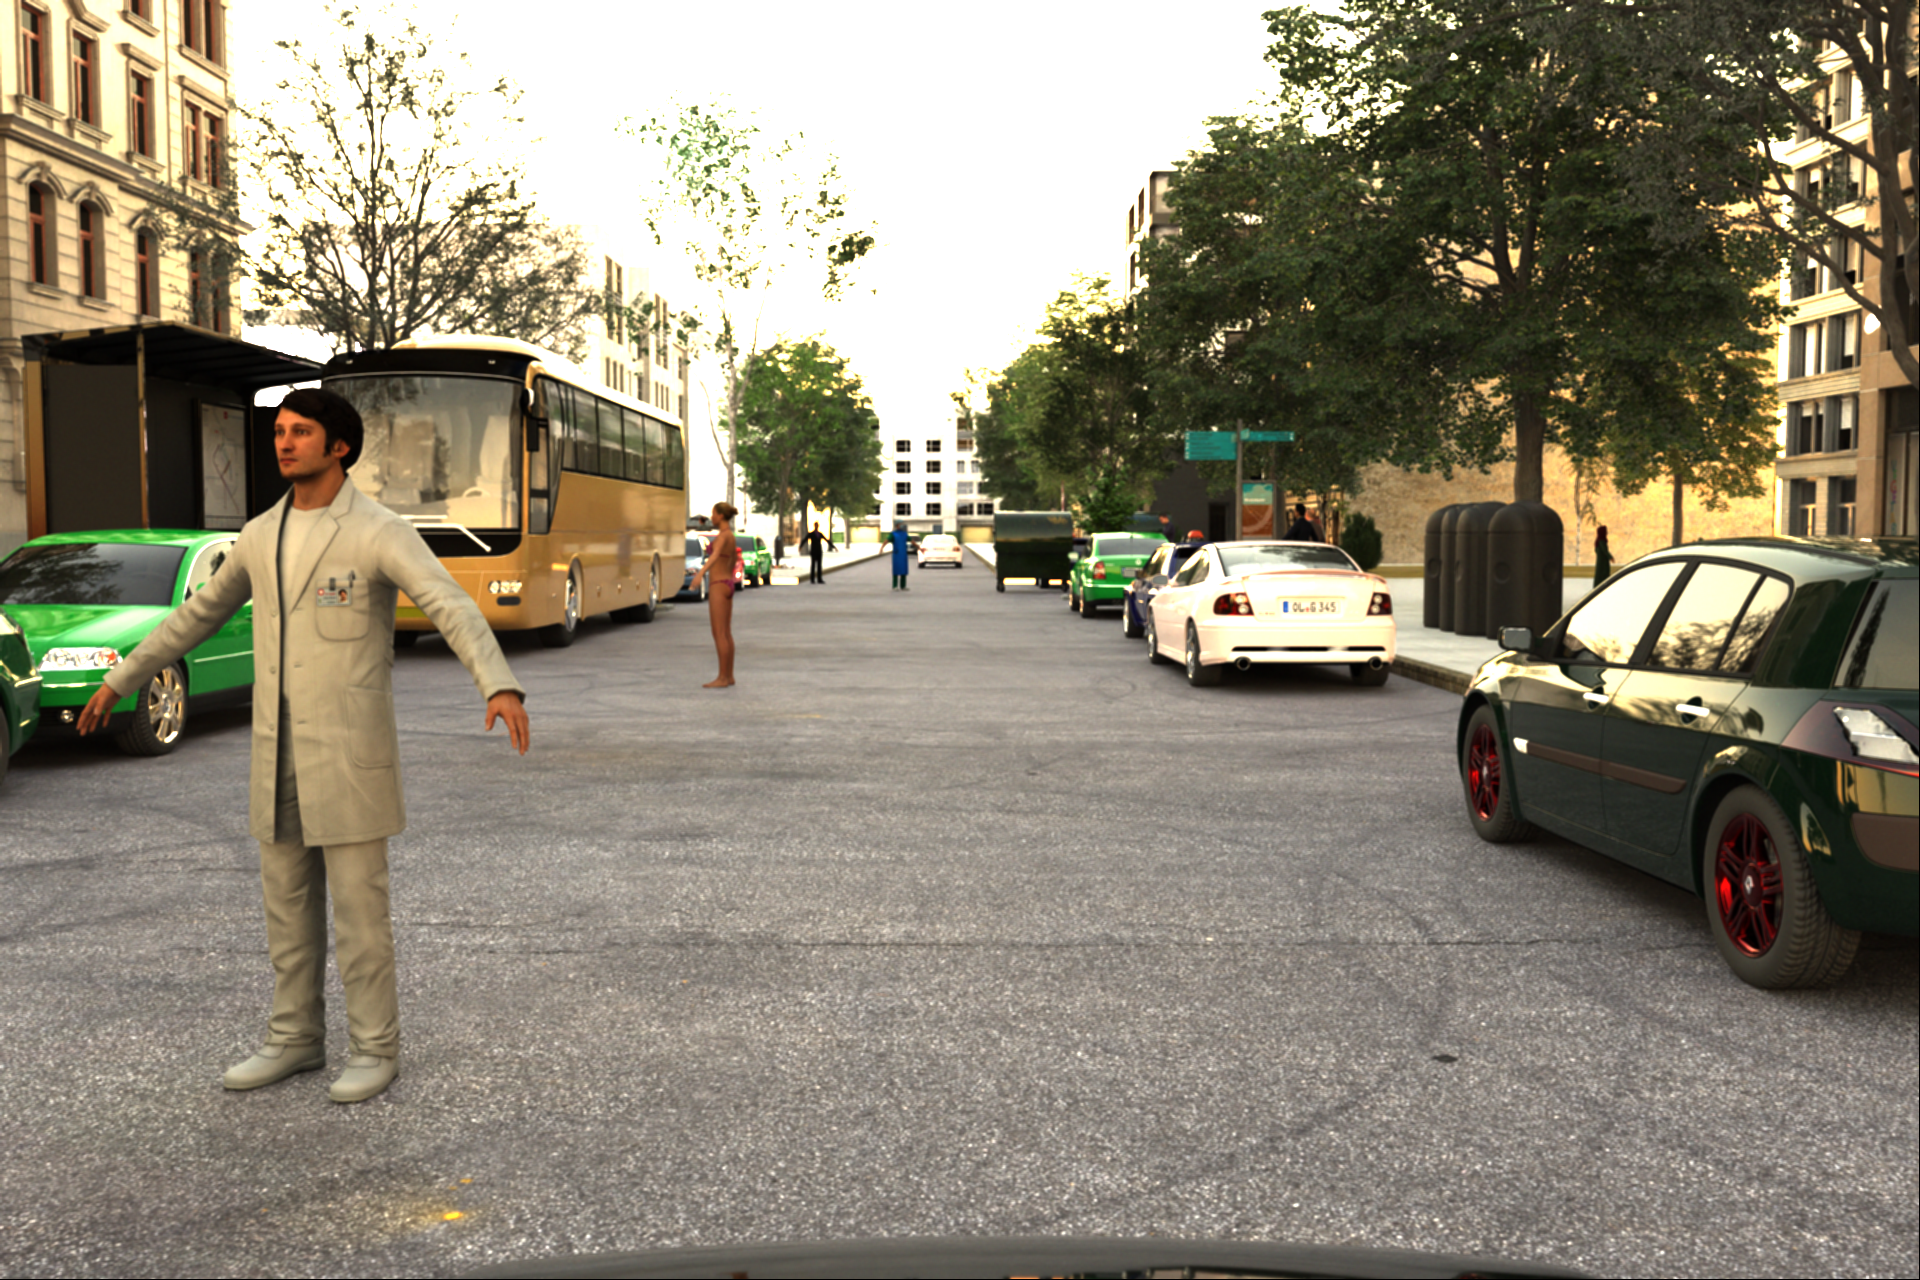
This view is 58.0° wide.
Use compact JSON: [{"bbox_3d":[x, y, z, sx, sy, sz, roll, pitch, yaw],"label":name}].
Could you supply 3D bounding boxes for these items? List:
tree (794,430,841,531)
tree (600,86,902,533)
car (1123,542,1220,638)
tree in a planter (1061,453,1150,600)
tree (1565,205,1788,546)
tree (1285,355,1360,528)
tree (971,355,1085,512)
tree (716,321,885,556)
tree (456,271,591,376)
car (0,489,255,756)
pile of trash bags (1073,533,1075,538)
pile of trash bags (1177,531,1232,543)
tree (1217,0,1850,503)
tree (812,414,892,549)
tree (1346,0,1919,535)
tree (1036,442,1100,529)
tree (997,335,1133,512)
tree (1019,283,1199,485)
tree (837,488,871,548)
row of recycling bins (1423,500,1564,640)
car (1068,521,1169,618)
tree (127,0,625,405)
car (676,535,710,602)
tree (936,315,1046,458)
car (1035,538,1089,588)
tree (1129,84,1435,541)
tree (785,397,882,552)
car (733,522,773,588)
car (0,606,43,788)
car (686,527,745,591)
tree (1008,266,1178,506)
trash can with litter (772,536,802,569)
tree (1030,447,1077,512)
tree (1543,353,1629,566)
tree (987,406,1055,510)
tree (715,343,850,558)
[{"bbox_3d":[-9.361,-10.035,114.433,4.360,8.622,3.978,0,3,0],"label":"tree"},{"bbox_3d":[-8.798,-13.214,71.938,12.611,20.169,13.585,0,3,0],"label":"tree"},{"bbox_3d":[3.172,-0.625,22.794,1.945,1.354,3.894,0,4,-2],"label":"car"},{"bbox_3d":[3.226,-2.490,37.930,1.991,3.239,1.994,0,4,-1],"label":"tree in a planter"},{"bbox_3d":[24.700,-8.703,60.428,7.486,12.596,7.792,0,3,0],"label":"tree"},{"bbox_3d":[13.357,-6.951,64.008,4.737,8.622,4.395,0,3,0],"label":"tree"},{"bbox_3d":[5.187,-13.195,122.394,9.857,13.997,8.962,0,3,0],"label":"tree"},{"bbox_3d":[-9.381,-12.013,103.062,9.857,13.997,8.962,0,3,0],"label":"tree"},{"bbox_3d":[-12.534,-6.038,49.082,4.737,8.622,4.395,0,3,0],"label":"tree"},{"bbox_3d":[-6.011,-0.230,12.563,1.959,1.807,4.718,0,4,0],"label":"car"},{"bbox_3d":[3.429,-2.653,53.125,1.912,1.369,3.447,0,4,-2],"label":"pile of trash bags"},{"bbox_3d":[6.248,-2.142,44.782,1.912,1.369,3.447,0,4,0],"label":"pile of trash bags"},{"bbox_3d":[9.463,-7.477,28.897,9.857,13.997,8.962,0,3,0],"label":"tree"},{"bbox_3d":[-9.517,-13.860,144.740,7.486,12.596,7.792,0,3,0],"label":"tree"},{"bbox_3d":[8.762,-6.431,15.511,12.009,13.543,11.850,0,3,0],"label":"tree"},{"bbox_3d":[6.222,-9.471,105.217,4.737,8.622,4.395,0,3,0],"label":"tree"},{"bbox_3d":[5.519,-10.011,89.429,9.928,11.665,9.643,0,3,0],"label":"tree"},{"bbox_3d":[5.838,-7.914,63.808,7.601,10.594,8.767,-1,4,-15],"label":"tree"},{"bbox_3d":[-10.169,-12.597,156.320,4.737,8.622,4.395,0,3,0],"label":"tree"},{"bbox_3d":[6.794,-0.932,22.351,1.069,1.692,3.534,0,4,-1],"label":"row of recycling bins"},{"bbox_3d":[2.943,-1.354,30.927,1.959,1.807,4.718,0,4,0],"label":"car"},{"bbox_3d":[-12.469,-7.786,37.673,12.009,13.543,11.850,0,3,0],"label":"tree"},{"bbox_3d":[-6.259,-1.582,37.874,2.014,1.417,4.499,0,3,0],"label":"car"},{"bbox_3d":[4.288,-18.142,152.507,12.611,20.169,13.585,0,3,0],"label":"tree"},{"bbox_3d":[2.944,-2.103,46.972,1.945,1.354,3.894,0,4,0],"label":"car"},{"bbox_3d":[9.248,-8.749,49.705,9.857,13.997,8.962,0,3,0],"label":"tree"},{"bbox_3d":[-9.274,-12.230,125.722,9.928,11.665,9.643,0,3,0],"label":"tree"},{"bbox_3d":[-6.234,-2.379,47.698,1.959,1.807,4.718,0,3,0],"label":"car"},{"bbox_3d":[-5.986,0.257,7.590,2.131,1.459,4.920,0,3,0],"label":"car"},{"bbox_3d":[-6.363,-2.042,42.422,2.155,1.783,4.494,0,4,0],"label":"car"},{"bbox_3d":[5.479,-9.549,74.246,7.486,12.596,7.792,0,3,0],"label":"tree"},{"bbox_3d":[-6.675,-3.289,64.836,1.678,1.210,2.233,0,4,1],"label":"trash can with litter"},{"bbox_3d":[6.132,-9.822,110.956,4.737,8.622,4.395,0,3,0],"label":"tree"},{"bbox_3d":[24.502,-7.261,69.087,4.360,8.622,3.978,0,3,0],"label":"tree"},{"bbox_3d":[5.670,-13.286,135.345,7.486,12.596,7.792,0,3,0],"label":"tree"},{"bbox_3d":[-9.525,-10.243,93.228,9.928,11.665,9.643,0,3,0],"label":"tree"}]
